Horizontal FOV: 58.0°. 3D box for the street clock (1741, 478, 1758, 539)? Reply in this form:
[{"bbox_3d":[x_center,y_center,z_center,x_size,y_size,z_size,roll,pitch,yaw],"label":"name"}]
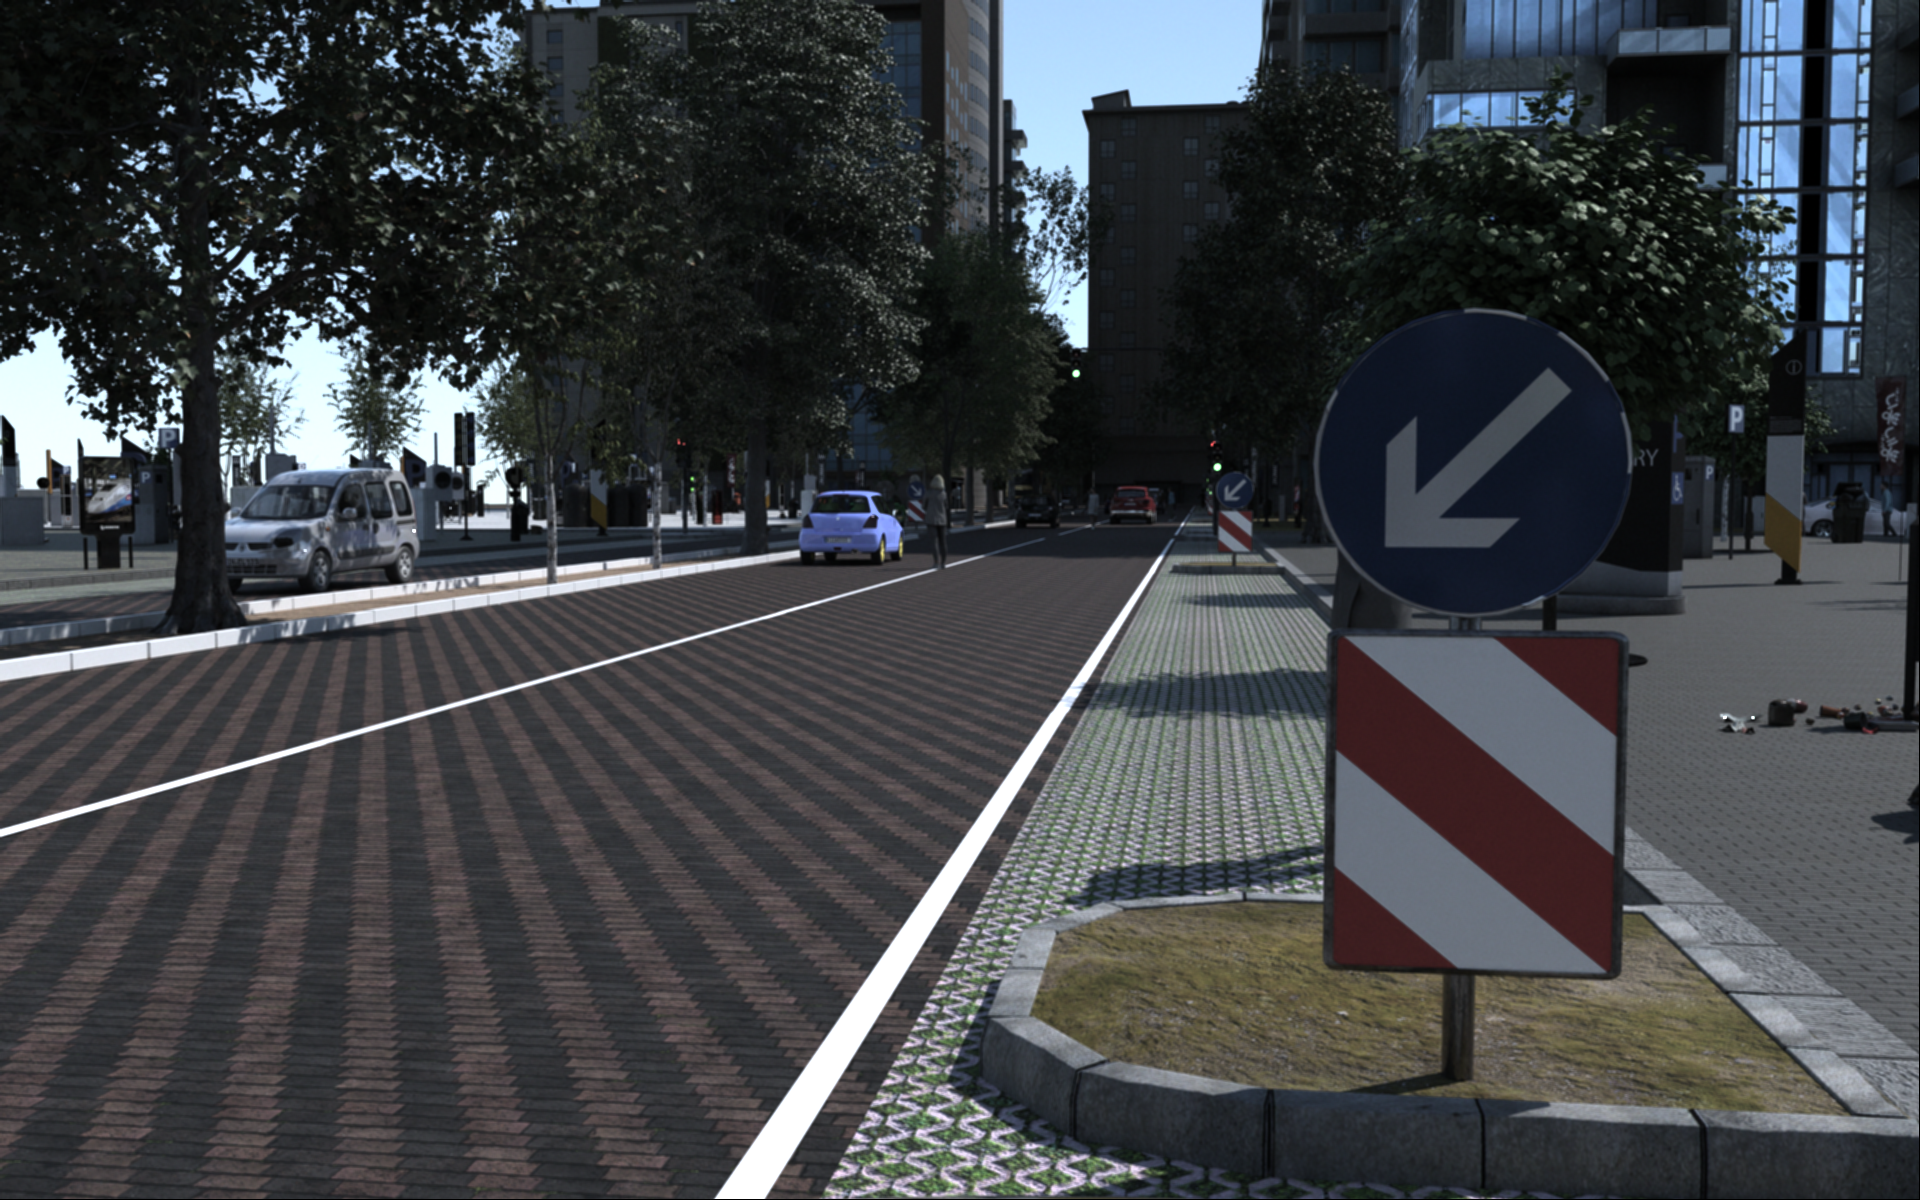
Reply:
[{"bbox_3d":[22.740,-2.770,49.861,0.358,2.002,0.471,-3,5,-43],"label":"street clock"}]

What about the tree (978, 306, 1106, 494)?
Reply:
[{"bbox_3d":[4.573,-11.312,104.417,9.611,12.733,9.660,0,3,0],"label":"tree"}]

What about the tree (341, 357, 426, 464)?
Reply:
[{"bbox_3d":[-29.928,-8.499,89.314,4.360,8.622,3.978,0,3,0],"label":"tree"}]

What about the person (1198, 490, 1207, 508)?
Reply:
[{"bbox_3d":[23.291,-9.641,165.757,1.348,1.869,0.705,3,4,38],"label":"person"}]

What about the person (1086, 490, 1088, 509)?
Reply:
[{"bbox_3d":[12.245,-9.652,166.389,0.705,1.814,1.350,0,4,0],"label":"person"}]

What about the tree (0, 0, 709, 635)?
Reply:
[{"bbox_3d":[-7.842,-6.010,17.735,9.611,12.733,9.660,0,3,0],"label":"tree"}]

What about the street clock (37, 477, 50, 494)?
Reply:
[{"bbox_3d":[-39.298,-4.264,74.283,0.471,2.002,0.358,-2,4,-35],"label":"street clock"}]

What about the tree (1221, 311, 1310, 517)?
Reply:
[{"bbox_3d":[16.281,-10.411,95.973,9.928,11.665,9.643,0,3,0],"label":"tree"}]

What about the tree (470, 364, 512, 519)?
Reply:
[{"bbox_3d":[-23.592,-8.549,90.136,4.360,8.622,3.978,0,3,0],"label":"tree"}]

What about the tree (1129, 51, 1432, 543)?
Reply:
[{"bbox_3d":[9.241,-7.844,45.256,9.611,12.733,9.660,0,3,0],"label":"tree"}]

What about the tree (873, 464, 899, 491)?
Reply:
[{"bbox_3d":[-4.698,-6.942,108.106,1.663,3.219,1.824,0,3,0],"label":"tree"}]

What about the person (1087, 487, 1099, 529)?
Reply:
[{"bbox_3d":[5.417,-3.752,70.592,0.466,1.731,0.760,0,4,-4],"label":"person"}]

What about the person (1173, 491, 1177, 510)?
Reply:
[{"bbox_3d":[19.838,-9.222,160.206,0.541,1.710,0.530,-2,4,-35],"label":"person"}]

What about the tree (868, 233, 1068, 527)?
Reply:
[{"bbox_3d":[0.365,-9.434,74.829,7.486,12.596,7.792,0,3,0],"label":"tree"}]

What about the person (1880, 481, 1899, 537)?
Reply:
[{"bbox_3d":[28.389,-2.717,52.936,0.620,1.820,0.660,2,4,25],"label":"person"}]

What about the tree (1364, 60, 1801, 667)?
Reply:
[{"bbox_3d":[4.558,-1.815,13.388,4.285,4.588,4.351,0,3,0],"label":"tree"}]

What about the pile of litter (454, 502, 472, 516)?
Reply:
[{"bbox_3d":[-28.718,-5.252,99.838,1.176,0.858,1.719,-1,4,-20],"label":"pile of litter"}]

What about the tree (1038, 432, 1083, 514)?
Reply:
[{"bbox_3d":[7.253,-10.491,124.350,4.737,8.622,4.395,0,3,0],"label":"tree"}]

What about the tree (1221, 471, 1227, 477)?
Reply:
[{"bbox_3d":[6.478,-2.471,24.109,4.285,4.588,4.351,0,3,0],"label":"tree"}]

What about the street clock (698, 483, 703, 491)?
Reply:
[{"bbox_3d":[-17.347,-6.797,115.701,0.358,2.002,0.471,-2,4,-28],"label":"street clock"}]

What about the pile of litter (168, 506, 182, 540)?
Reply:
[{"bbox_3d":[-22.495,-2.151,49.133,1.719,0.858,1.176,3,5,42],"label":"pile of litter"}]

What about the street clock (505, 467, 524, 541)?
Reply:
[{"bbox_3d":[-12.114,-2.604,47.141,0.358,2.002,0.471,3,4,37],"label":"street clock"}]

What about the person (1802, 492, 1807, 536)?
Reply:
[{"bbox_3d":[25.962,-2.738,53.613,0.599,1.781,0.374,-1,4,-12],"label":"person"}]

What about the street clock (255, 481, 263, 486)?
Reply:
[{"bbox_3d":[-40.275,-5.810,99.570,0.358,2.002,0.471,1,4,9],"label":"street clock"}]

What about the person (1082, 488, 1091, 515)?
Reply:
[{"bbox_3d":[8.727,-6.690,117.848,0.822,1.834,0.622,1,4,22],"label":"person"}]

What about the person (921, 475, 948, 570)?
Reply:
[{"bbox_3d":[-0.499,-1.491,33.058,0.537,1.800,0.526,-1,4,-17],"label":"person"}]

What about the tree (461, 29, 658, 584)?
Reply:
[{"bbox_3d":[-6.435,-4.529,26.869,4.737,8.622,4.395,0,3,0],"label":"tree"}]

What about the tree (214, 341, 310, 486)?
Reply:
[{"bbox_3d":[-31.910,-7.829,78.360,4.360,8.622,3.978,0,3,0],"label":"tree"}]

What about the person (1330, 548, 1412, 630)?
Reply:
[{"bbox_3d":[1.663,0.095,6.745,0.447,1.846,0.655,0,4,1],"label":"person"}]

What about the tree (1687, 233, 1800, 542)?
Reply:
[{"bbox_3d":[20.602,-5.895,46.746,4.737,8.622,4.395,0,3,0],"label":"tree"}]

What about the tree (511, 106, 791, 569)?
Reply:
[{"bbox_3d":[-5.763,-4.907,33.041,4.360,8.622,3.978,0,3,0],"label":"tree"}]

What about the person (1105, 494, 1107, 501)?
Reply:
[{"bbox_3d":[15.069,-10.215,178.767,0.557,1.426,1.065,1,4,18],"label":"person"}]

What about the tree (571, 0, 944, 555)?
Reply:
[{"bbox_3d":[-4.818,-8.025,40.324,9.857,13.997,8.962,0,3,0],"label":"tree"}]

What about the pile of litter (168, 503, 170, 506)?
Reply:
[{"bbox_3d":[-43.678,-4.968,95.189,1.719,0.858,1.176,-1,4,-15],"label":"pile of litter"}]

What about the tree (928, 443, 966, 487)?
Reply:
[{"bbox_3d":[-0.879,-11.313,135.328,4.360,8.622,3.978,0,3,0],"label":"tree"}]

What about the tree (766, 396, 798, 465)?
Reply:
[{"bbox_3d":[-12.799,-9.611,107.506,4.737,8.622,4.395,0,3,0],"label":"tree"}]

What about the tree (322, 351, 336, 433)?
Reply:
[{"bbox_3d":[-23.416,-7.257,69.016,4.737,8.622,4.395,0,3,0],"label":"tree"}]

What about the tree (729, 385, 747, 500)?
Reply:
[{"bbox_3d":[-13.020,-8.141,83.473,4.737,8.622,4.395,0,3,0],"label":"tree"}]

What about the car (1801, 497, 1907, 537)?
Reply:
[{"bbox_3d":[28.320,-2.587,54.660,4.827,1.381,2.083,0,4,6],"label":"car"}]

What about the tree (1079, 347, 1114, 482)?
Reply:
[{"bbox_3d":[6.574,-12.078,118.065,7.486,12.596,7.792,0,3,0],"label":"tree"}]

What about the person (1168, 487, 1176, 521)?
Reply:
[{"bbox_3d":[11.199,-5.057,91.526,0.444,1.785,0.601,2,4,32],"label":"person"}]

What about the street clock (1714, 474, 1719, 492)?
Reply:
[{"bbox_3d":[18.749,-2.380,43.477,0.471,2.002,0.358,-1,4,-9],"label":"street clock"}]

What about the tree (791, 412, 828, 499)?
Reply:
[{"bbox_3d":[-9.770,-9.050,98.332,4.360,8.622,3.978,0,3,0],"label":"tree"}]

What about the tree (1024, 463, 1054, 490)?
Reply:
[{"bbox_3d":[9.251,-15.237,199.493,4.360,8.622,3.978,0,3,0],"label":"tree"}]

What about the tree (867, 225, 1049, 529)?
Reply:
[{"bbox_3d":[-0.428,-8.433,66.092,9.928,11.665,9.643,0,3,0],"label":"tree"}]

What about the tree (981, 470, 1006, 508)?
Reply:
[{"bbox_3d":[3.613,-10.735,159.232,4.285,4.588,4.351,0,3,0],"label":"tree"}]

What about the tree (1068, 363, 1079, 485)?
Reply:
[{"bbox_3d":[1.351,-9.893,82.336,7.486,12.596,7.792,0,3,0],"label":"tree"}]

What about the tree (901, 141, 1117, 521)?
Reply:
[{"bbox_3d":[1.673,-14.370,93.295,12.611,20.169,13.585,0,3,0],"label":"tree"}]

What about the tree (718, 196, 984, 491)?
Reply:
[{"bbox_3d":[-3.357,-6.957,50.624,8.767,10.594,7.601,0,4,8],"label":"tree"}]

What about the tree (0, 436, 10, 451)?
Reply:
[{"bbox_3d":[-15.995,-1.973,26.861,1.663,3.219,1.824,0,3,0],"label":"tree"}]

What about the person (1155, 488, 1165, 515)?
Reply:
[{"bbox_3d":[13.813,-6.802,119.625,0.656,1.842,0.836,0,4,-6],"label":"person"}]

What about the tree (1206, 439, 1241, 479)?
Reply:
[{"bbox_3d":[30.777,-15.367,201.615,4.360,8.622,3.978,0,3,0],"label":"tree"}]

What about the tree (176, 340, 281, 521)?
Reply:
[{"bbox_3d":[-30.072,-7.373,70.913,4.737,8.622,4.395,0,3,0],"label":"tree"}]

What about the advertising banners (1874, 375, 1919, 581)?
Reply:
[{"bbox_3d":[14.113,-1.765,25.039,0.090,3.025,2.074,-2,4,-25],"label":"advertising banners"}]

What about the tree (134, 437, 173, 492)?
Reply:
[{"bbox_3d":[-24.035,-3.528,52.279,1.663,3.219,1.824,0,3,0],"label":"tree"}]

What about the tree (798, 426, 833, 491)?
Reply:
[{"bbox_3d":[-12.061,-11.414,136.983,4.737,8.622,4.395,0,3,0],"label":"tree"}]

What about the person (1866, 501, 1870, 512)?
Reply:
[{"bbox_3d":[27.370,-2.693,52.871,0.623,1.781,0.721,-2,4,-33],"label":"person"}]

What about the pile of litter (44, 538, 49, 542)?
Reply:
[{"bbox_3d":[-24.994,-1.960,46.007,1.719,0.858,1.176,3,4,37],"label":"pile of litter"}]

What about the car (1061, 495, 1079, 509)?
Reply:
[{"bbox_3d":[10.852,-9.798,172.771,1.945,1.354,3.894,1,4,9],"label":"car"}]
